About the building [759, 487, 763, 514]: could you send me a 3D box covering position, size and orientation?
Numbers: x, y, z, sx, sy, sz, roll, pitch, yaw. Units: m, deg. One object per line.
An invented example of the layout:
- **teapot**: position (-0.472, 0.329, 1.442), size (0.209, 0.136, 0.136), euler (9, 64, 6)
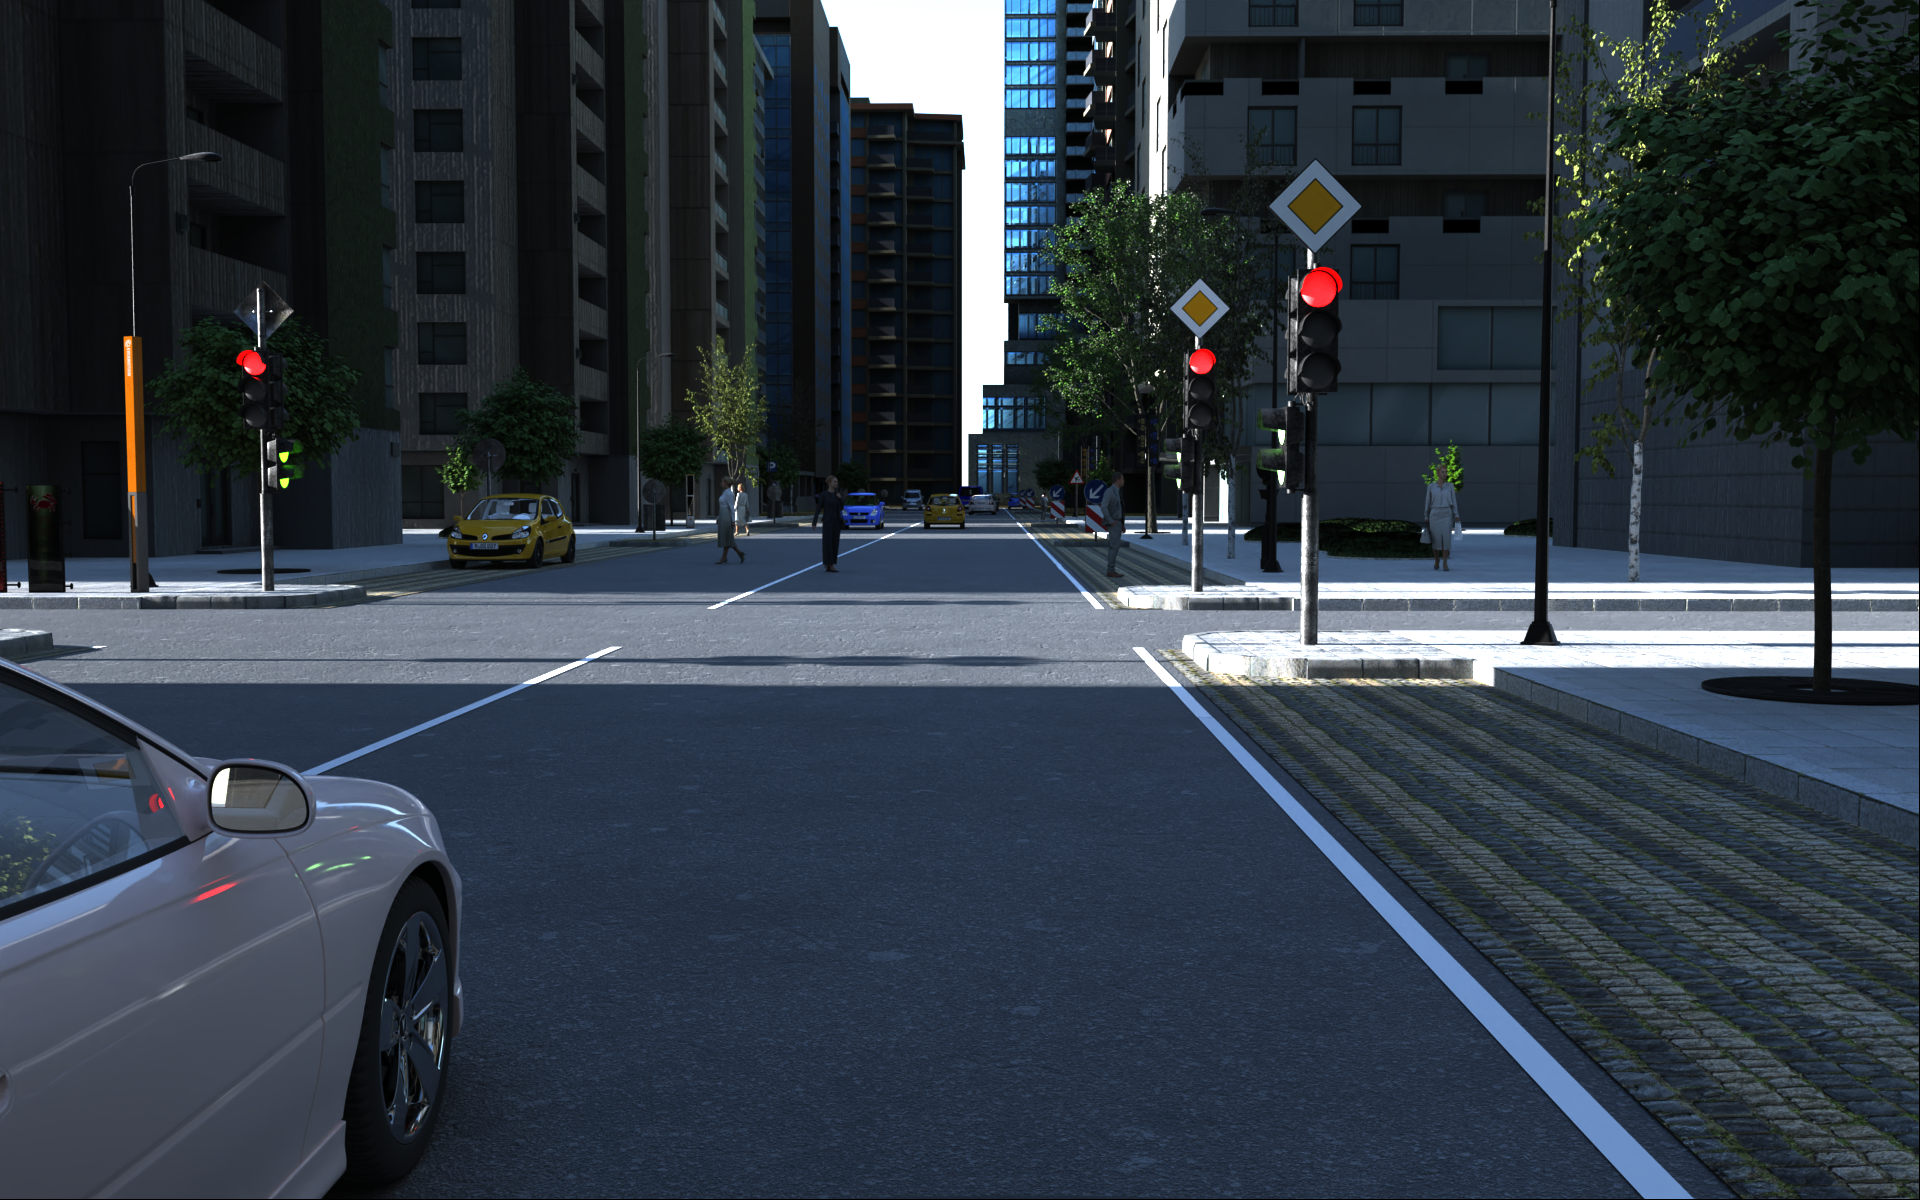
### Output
- **building**: position (-23.237, -40.925, 107.369), size (20.563, 71.187, 20.611), euler (0, 4, 1)

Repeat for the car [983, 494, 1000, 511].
- **car**: position (2.316, -8.132, 144.760), size (2.131, 1.459, 4.920), euler (0, 4, 0)

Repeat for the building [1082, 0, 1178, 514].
- **building**: position (20.305, -28.797, 125.449), size (22.147, 44.769, 28.867), euler (0, 4, 1)

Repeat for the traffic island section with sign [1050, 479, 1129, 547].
- **traffic island section with sign**: position (3.577, -2.370, 47.373), size (1.989, 1.847, 2.006), euler (0, 4, 1)

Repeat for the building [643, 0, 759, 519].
- **building**: position (-18.554, -24.883, 90.439), size (14.154, 41.232, 14.086), euler (0, 4, 1)

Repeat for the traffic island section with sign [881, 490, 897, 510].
- **traffic island section with sign**: position (-6.611, -8.821, 152.843), size (1.989, 1.847, 2.006), euler (0, 4, 1)

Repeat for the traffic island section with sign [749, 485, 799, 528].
- **traffic island section with sign**: position (-7.977, -4.032, 74.543), size (1.989, 1.847, 2.006), euler (0, 4, 1)

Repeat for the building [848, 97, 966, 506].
- **building**: position (-13.901, -33.004, 194.234), size (28.867, 44.769, 22.147), euler (0, 4, 1)

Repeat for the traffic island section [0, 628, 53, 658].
- **traffic island section**: position (-9.339, 0.444, 15.014), size (2.009, 0.180, 2.903), euler (0, 4, 1)

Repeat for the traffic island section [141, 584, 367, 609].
- **traffic island section**: position (-9.200, -0.044, 22.998), size (2.009, 0.180, 2.903), euler (0, 4, 1)

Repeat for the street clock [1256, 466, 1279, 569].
- **street clock**: position (5.249, -1.522, 29.453), size (0.358, 2.002, 0.471), euler (-1, 4, -23)

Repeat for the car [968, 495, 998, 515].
- **car**: position (1.568, -6.606, 120.365), size (2.083, 1.381, 4.827), euler (0, 4, 3)

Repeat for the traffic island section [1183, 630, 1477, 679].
- **traffic island section**: position (3.000, 0.458, 14.794), size (2.009, 0.180, 2.903), euler (0, 4, 1)

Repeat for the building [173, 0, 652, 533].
- **building**: position (-20.715, -18.168, 68.746), size (14.160, 30.474, 14.107), euler (0, 4, 1)

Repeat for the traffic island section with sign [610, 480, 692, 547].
- **traffic island section with sign**: position (-8.443, -2.383, 47.592), size (1.989, 1.847, 2.006), euler (0, 4, 1)

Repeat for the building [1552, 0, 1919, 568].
- **building**: position (28.682, -30.003, 32.548), size (28.212, 58.520, 21.231), euler (0, 4, 1)

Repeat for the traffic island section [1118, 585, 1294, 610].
- **traffic island section**: position (3.140, -0.030, 22.778), size (2.009, 0.180, 2.903), euler (0, 4, 1)

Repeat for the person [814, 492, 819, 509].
- **person**: position (-10.975, -7.553, 132.764), size (0.421, 1.427, 0.697), euler (-2, 4, -34)

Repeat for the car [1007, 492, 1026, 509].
- **car**: position (5.385, -9.407, 163.401), size (1.945, 1.707, 3.694), euler (0, 3, 0)

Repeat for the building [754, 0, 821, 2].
- **building**: position (-18.751, -30.560, 149.763), size (14.600, 45.320, 14.200), euler (0, 4, 1)

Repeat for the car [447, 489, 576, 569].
- **car**: position (-8.858, -1.474, 34.331), size (2.015, 1.641, 3.980), euler (0, 4, 1)

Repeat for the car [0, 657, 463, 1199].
- **car**: position (-2.044, 0.623, 2.173), size (2.083, 1.381, 4.827), euler (0, 4, -1)

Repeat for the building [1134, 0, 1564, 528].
- **building**: position (22.440, -29.906, 78.201), size (28.713, 52.752, 27.495), euler (0, 4, 1)

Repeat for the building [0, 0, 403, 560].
- **building**: position (-21.551, -16.235, 37.139), size (14.160, 30.474, 14.107), euler (0, 4, 1)

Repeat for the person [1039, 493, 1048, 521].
- **person**: position (4.388, -4.886, 90.983), size (0.503, 1.515, 0.523), euler (0, 4, -7)

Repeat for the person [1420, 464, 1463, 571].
- **person**: position (8.115, -1.387, 29.081), size (0.694, 1.780, 0.624), euler (2, 4, 29)

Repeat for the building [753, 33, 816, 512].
- **building**: position (-27.742, -26.858, 131.012), size (32.217, 40.220, 23.993), euler (0, 4, 1)

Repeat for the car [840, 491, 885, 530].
- **car**: position (-4.005, -3.732, 70.602), size (1.945, 1.707, 3.694), euler (0, 4, 0)

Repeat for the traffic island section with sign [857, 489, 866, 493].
- **traffic island section with sign**: position (-7.088, -7.136, 125.303), size (1.989, 1.847, 2.006), euler (0, 4, 1)

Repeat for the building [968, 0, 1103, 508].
- **building**: position (16.553, -53.831, 192.808), size (31.000, 86.520, 22.319), euler (0, 4, 1)

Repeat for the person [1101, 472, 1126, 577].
- **person**: position (2.661, -1.301, 29.875), size (0.391, 1.810, 0.635), euler (1, 4, 15)

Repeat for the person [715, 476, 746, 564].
- **person**: position (-4.709, -1.637, 35.485), size (0.641, 1.798, 0.478), euler (0, 4, -5)

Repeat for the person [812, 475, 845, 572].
- **person**: position (-2.413, -1.402, 31.847), size (0.534, 1.772, 0.576), euler (2, 4, 35)

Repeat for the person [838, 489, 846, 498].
- **person**: position (-10.001, -8.339, 143.102), size (1.217, 1.736, 0.721), euler (1, 4, 11)

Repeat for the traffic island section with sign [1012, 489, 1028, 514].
- **traffic island section with sign**: position (4.927, -7.106, 124.803), size (1.989, 1.847, 2.006), euler (0, 4, 1)

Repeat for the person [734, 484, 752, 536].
- **person**: position (-7.423, -3.054, 58.780), size (0.694, 1.780, 0.624), euler (-3, 4, -38)

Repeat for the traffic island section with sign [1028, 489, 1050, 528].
- **traffic island section with sign**: position (4.044, -4.018, 74.324), size (1.989, 1.847, 2.006), euler (0, 4, 1)

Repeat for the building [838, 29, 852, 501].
- **building**: position (-17.982, -31.467, 164.603), size (14.200, 45.320, 14.600), euler (0, 4, 1)

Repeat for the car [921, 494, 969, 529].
- **car**: position (-0.634, -3.786, 72.117), size (2.015, 1.641, 3.980), euler (0, 4, 0)
